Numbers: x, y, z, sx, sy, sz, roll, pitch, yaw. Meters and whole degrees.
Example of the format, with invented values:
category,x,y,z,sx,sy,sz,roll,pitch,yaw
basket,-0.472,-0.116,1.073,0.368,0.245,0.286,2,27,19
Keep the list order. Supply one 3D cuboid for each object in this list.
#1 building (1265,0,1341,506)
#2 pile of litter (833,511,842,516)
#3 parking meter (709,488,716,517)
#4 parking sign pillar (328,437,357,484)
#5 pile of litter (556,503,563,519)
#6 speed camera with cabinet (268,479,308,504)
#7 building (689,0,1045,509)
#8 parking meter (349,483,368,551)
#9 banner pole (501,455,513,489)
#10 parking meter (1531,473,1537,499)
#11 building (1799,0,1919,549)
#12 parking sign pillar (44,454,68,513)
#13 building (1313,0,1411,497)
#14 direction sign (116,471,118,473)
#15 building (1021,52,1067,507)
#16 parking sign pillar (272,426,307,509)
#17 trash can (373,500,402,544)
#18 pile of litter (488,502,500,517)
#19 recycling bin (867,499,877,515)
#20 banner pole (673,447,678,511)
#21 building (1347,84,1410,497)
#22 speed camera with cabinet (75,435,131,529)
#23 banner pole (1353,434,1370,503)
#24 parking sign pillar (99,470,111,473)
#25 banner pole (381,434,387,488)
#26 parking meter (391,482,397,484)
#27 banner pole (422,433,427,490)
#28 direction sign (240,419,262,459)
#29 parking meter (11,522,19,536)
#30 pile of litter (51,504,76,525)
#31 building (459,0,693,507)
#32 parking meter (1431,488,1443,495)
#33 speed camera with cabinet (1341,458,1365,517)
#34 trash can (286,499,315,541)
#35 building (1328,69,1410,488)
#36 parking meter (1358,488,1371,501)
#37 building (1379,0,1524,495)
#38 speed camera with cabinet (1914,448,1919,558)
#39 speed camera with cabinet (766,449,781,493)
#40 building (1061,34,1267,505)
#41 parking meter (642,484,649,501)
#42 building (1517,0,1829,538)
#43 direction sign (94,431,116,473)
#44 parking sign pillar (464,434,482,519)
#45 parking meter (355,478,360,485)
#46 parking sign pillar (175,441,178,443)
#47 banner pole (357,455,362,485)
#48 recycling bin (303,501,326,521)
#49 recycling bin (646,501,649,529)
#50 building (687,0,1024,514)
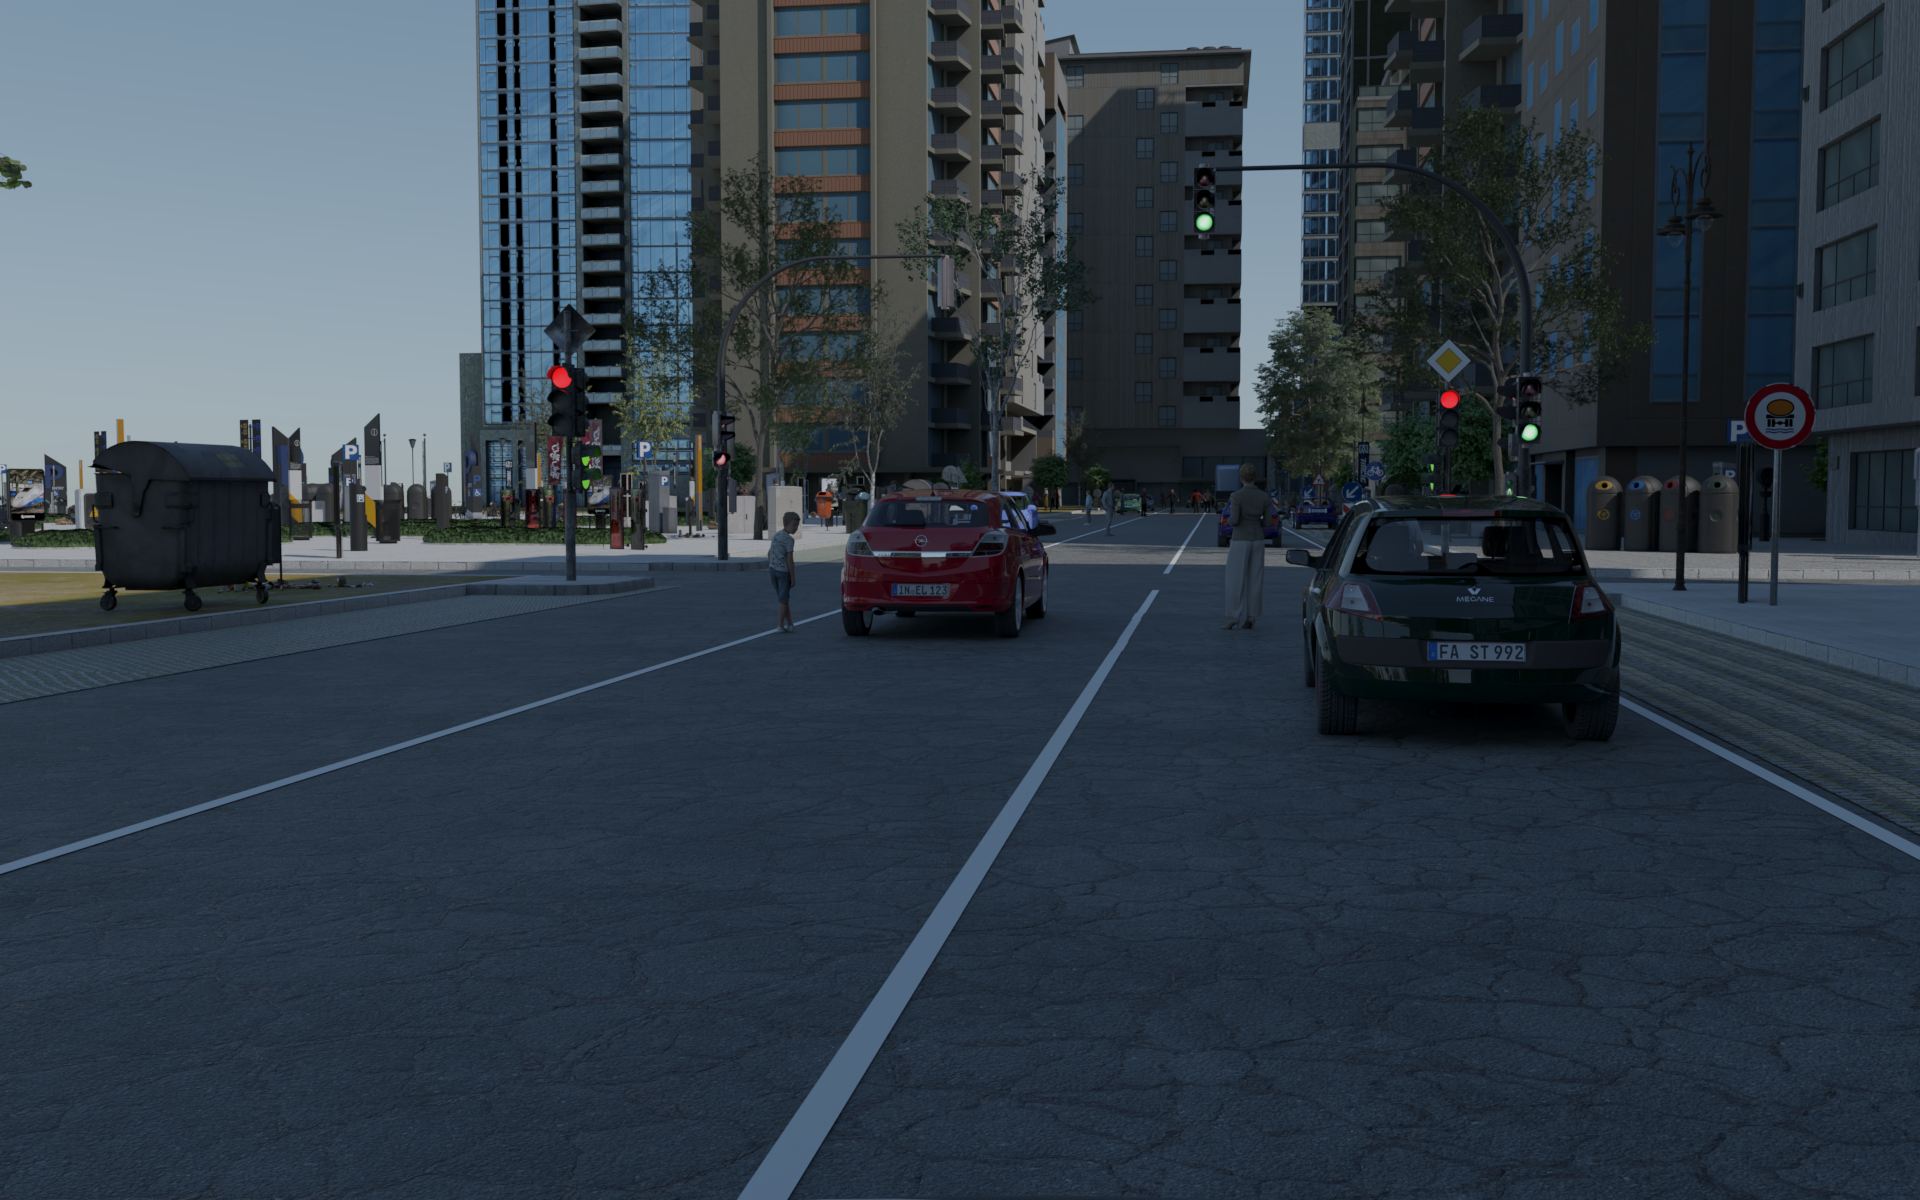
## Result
category,x,y,z,sx,sy,sz,roll,pitch,yaw
building,51.044,-54.174,198.410,31.000,86.520,22.319,1,4,8
pile of litter,-7.066,-5.389,102.072,1.176,0.858,1.719,2,4,24
parking meter,-10.543,-4.010,73.976,0.372,1.533,0.369,0,3,0
parking sign pillar,-29.210,-5.720,81.992,1.447,3.967,1.447,3,4,37
pile of litter,-18.907,-4.184,82.379,1.719,0.858,1.176,0,4,-3
speed camera with cabinet,-31.359,-5.265,80.426,0.660,3.252,2.038,3,4,37
building,-6.951,-34.482,153.022,28.713,52.752,27.495,1,4,8
parking meter,-13.533,-1.868,38.957,0.372,1.533,0.369,0,3,0
banner pole,-28.918,-7.367,110.463,0.863,3.779,0.401,-1,4,-20
parking meter,14.720,-2.395,44.864,0.399,1.863,0.255,-2,4,-34
building,27.949,-16.262,37.585,14.107,30.474,14.160,1,4,8
parking sign pillar,-60.233,-7.760,115.354,1.447,3.967,1.447,-1,4,-18
building,44.856,-44.403,164.237,20.563,71.187,20.611,1,4,8
direction sign,-47.186,-6.364,96.055,0.876,3.537,0.379,-1,4,-15
building,3.060,-32.060,174.291,14.200,45.320,14.600,1,4,8
parking sign pillar,-26.877,-4.953,69.459,1.447,3.967,1.447,2,4,31
trash can,-14.815,-2.030,44.837,0.748,1.137,0.748,0,3,0
pile of litter,-26.048,-5.120,97.673,1.176,0.858,1.719,1,4,10
recycling bin,-4.010,-4.078,79.231,0.722,1.027,0.722,-3,4,-37
banner pole,-15.230,-6.285,92.773,0.401,3.779,0.863,0,4,8
building,35.177,-21.620,125.187,14.160,30.474,14.107,1,4,8
speed camera with cabinet,-28.315,-3.874,57.676,2.038,3.252,0.660,-3,5,-41
banner pole,16.784,-5.062,72.776,0.863,3.779,0.401,0,4,6
parking sign pillar,-51.578,-7.120,104.880,1.447,3.967,1.447,1,4,10
banner pole,-23.899,-4.984,71.511,0.401,3.779,0.863,2,4,29
parking meter,-27.478,-4.801,84.206,0.255,1.863,0.399,-3,5,-42
banner pole,-22.173,-4.997,71.710,0.401,3.779,0.863,-2,4,-26
direction sign,-21.532,-3.709,52.636,0.876,3.537,0.379,2,4,27
parking meter,-28.197,-2.655,51.812,0.372,1.533,0.369,0,3,0
pile of litter,-37.365,-3.578,72.457,1.176,0.858,1.719,1,4,17
building,-34.702,-52.728,174.782,31.000,86.520,22.319,1,4,8
parking meter,15.012,-2.976,54.361,0.399,1.863,0.255,-2,4,-24
speed camera with cabinet,21.256,-6.066,93.521,0.660,3.252,2.038,2,4,34
trash can,-18.260,-2.220,47.958,0.748,1.137,0.748,0,3,0
building,47.243,-27.550,142.325,32.217,40.220,23.993,1,4,8
parking meter,16.910,-3.893,72.068,0.372,1.533,0.369,0,3,0
building,32.605,-26.305,84.718,22.147,44.769,28.867,1,4,8
speed camera with cabinet,19.142,-2.420,33.897,0.660,3.252,2.038,1,4,23
speed camera with cabinet,-8.238,-5.035,76.653,0.660,3.252,2.038,0,4,-3
building,22.564,-37.768,206.750,27.495,52.752,28.713,1,4,8
parking meter,-17.549,-5.558,96.578,0.399,1.863,0.255,3,5,40
building,26.611,-24.812,55.788,14.600,45.320,14.200,1,4,8
direction sign,-30.898,-4.302,62.339,0.876,3.537,0.379,3,4,38
parking sign pillar,-21.794,-5.449,77.559,1.447,3.967,1.447,-2,4,-30
parking meter,-22.320,-3.558,63.876,0.399,1.863,0.255,-1,4,-20
parking sign pillar,-40.373,-6.120,88.538,1.447,3.967,1.447,2,4,23
banner pole,-33.619,-6.533,96.830,0.401,3.779,0.863,0,4,5
recycling bin,-23.235,-3.042,62.289,0.722,1.027,0.722,-2,4,-26
recycling bin,-11.472,-3.158,64.181,0.722,1.027,0.722,0,4,-5
building,-7.192,-28.761,124.865,22.147,44.769,28.867,1,4,8
